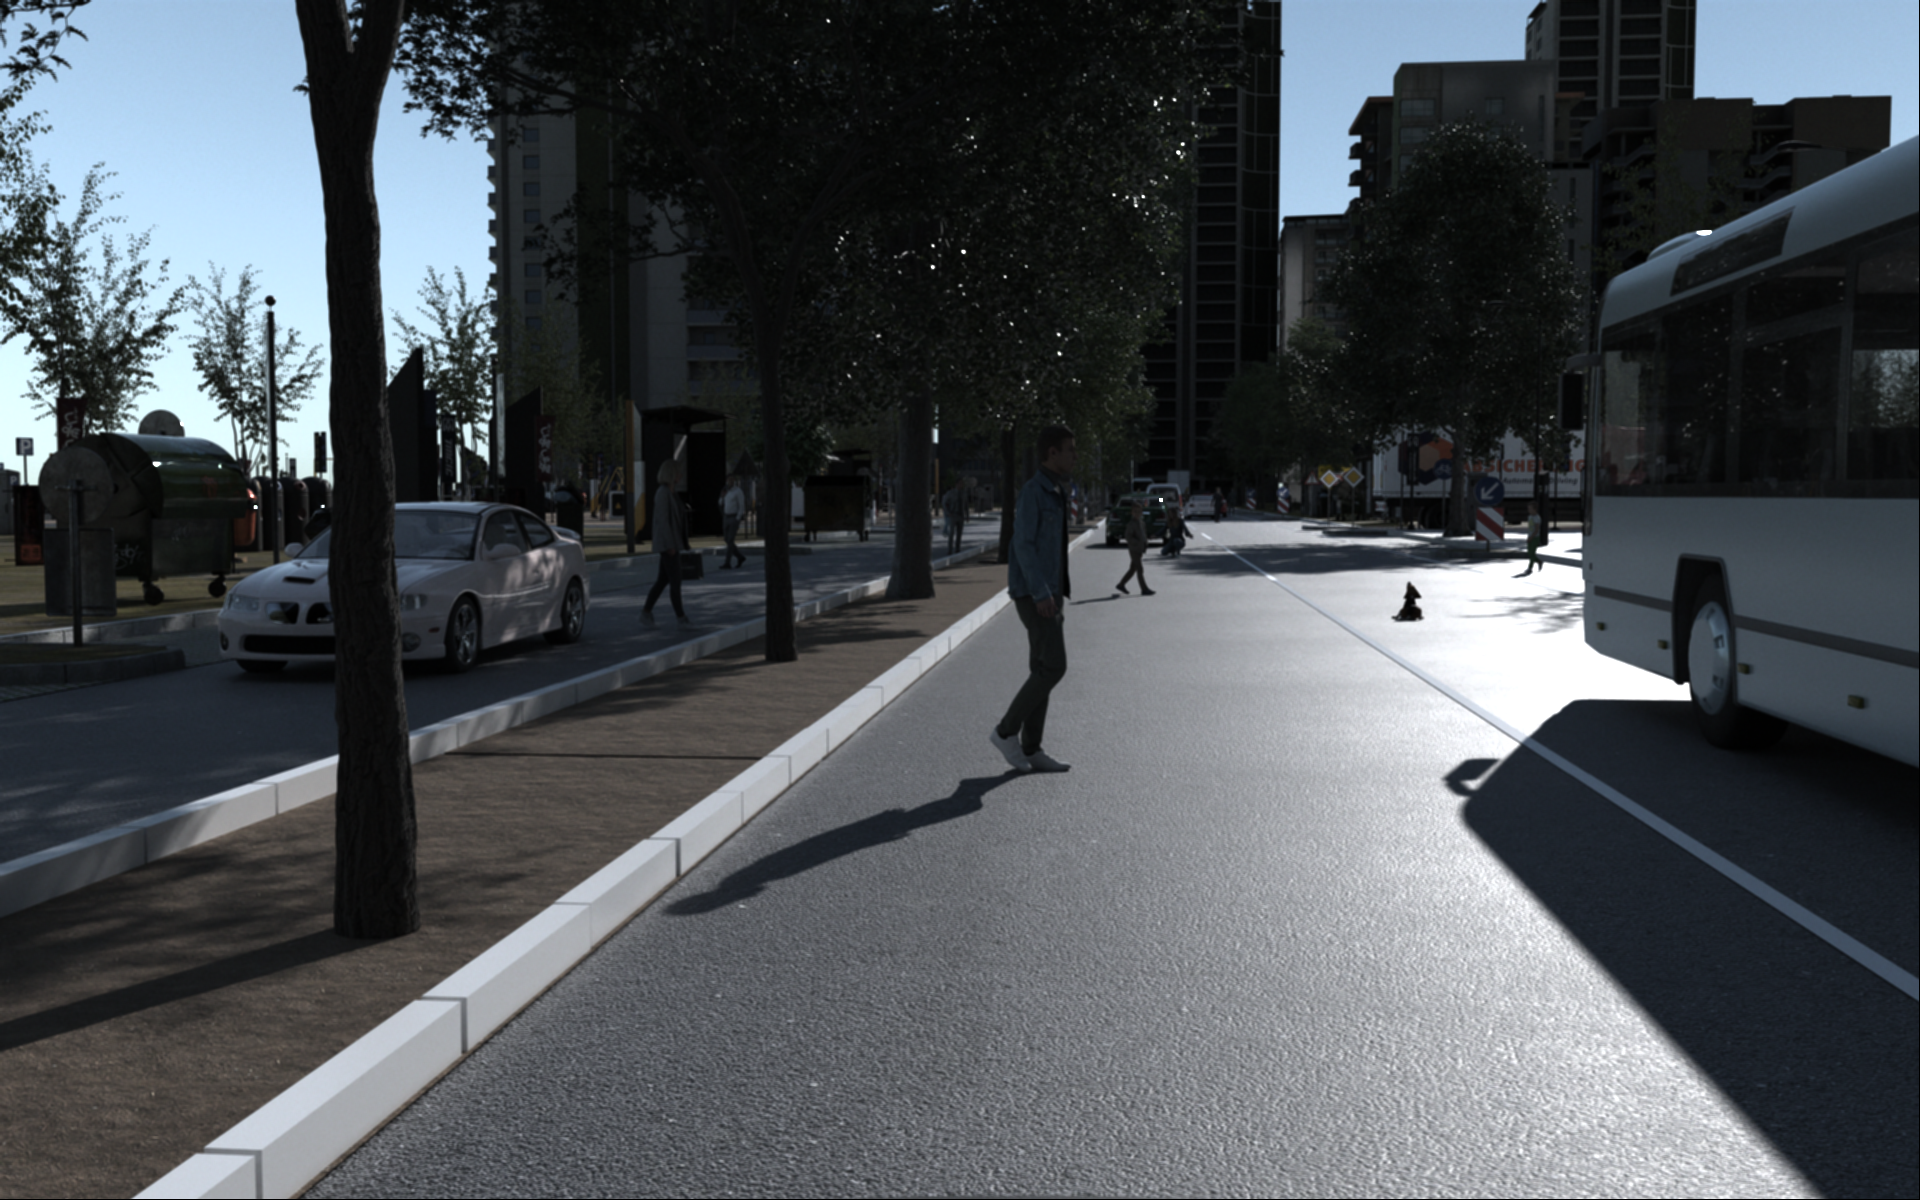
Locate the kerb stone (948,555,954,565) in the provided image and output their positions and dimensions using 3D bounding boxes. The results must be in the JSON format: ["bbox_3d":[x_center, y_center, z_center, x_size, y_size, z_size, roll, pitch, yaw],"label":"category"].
[{"bbox_3d":[-0.289,-0.765,34.705,0.120,0.150,1.000,0,4,6],"label":"kerb stone"}]

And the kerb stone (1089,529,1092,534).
[{"bbox_3d":[4.342,-2.246,58.910,0.120,0.150,1.000,0,4,6],"label":"kerb stone"}]

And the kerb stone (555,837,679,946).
[{"bbox_3d":[-1.165,0.994,5.936,0.120,0.150,1.000,0,4,6],"label":"kerb stone"}]

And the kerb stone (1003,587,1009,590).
[{"bbox_3d":[0.638,-0.063,23.252,0.120,0.150,1.000,0,4,6],"label":"kerb stone"}]

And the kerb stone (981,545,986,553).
[{"bbox_3d":[0.454,-1.201,41.826,0.120,0.150,1.000,0,4,6],"label":"kerb stone"}]

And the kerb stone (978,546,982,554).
[{"bbox_3d":[0.354,-1.138,40.807,0.120,0.150,1.000,0,4,6],"label":"kerb stone"}]

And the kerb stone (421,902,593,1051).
[{"bbox_3d":[-1.265,1.057,4.919,0.120,0.150,1.000,0,4,6],"label":"kerb stone"}]

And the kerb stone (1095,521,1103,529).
[{"bbox_3d":[6.094,-3.281,75.837,0.120,0.150,1.000,0,4,6],"label":"kerb stone"}]

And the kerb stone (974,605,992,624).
[{"bbox_3d":[0.220,0.187,19.181,0.120,0.150,1.000,0,4,6],"label":"kerb stone"}]

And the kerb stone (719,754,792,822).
[{"bbox_3d":[-0.946,0.871,7.977,0.120,0.150,1.000,0,4,6],"label":"kerb stone"}]

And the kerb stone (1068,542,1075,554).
[{"bbox_3d":[2.755,-1.305,43.626,0.120,0.150,1.000,0,4,6],"label":"kerb stone"}]

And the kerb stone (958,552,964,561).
[{"bbox_3d":[-0.069,-0.889,36.737,0.120,0.150,1.000,0,4,6],"label":"kerb stone"}]

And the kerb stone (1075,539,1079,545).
[{"bbox_3d":[3.074,-1.498,46.681,0.120,0.150,1.000,0,4,6],"label":"kerb stone"}]

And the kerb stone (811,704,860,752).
[{"bbox_3d":[-0.731,0.749,10.010,0.120,0.150,1.000,0,4,6],"label":"kerb stone"}]

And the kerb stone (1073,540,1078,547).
[{"bbox_3d":[2.966,-1.435,45.664,0.120,0.150,1.000,0,4,6],"label":"kerb stone"}]

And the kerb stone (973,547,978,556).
[{"bbox_3d":[0.244,-1.076,39.787,0.120,0.150,1.000,0,4,6],"label":"kerb stone"}]

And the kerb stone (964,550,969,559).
[{"bbox_3d":[0.034,-0.952,37.754,0.120,0.150,1.000,0,4,6],"label":"kerb stone"}]

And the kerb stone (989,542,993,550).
[{"bbox_3d":[0.668,-1.325,43.860,0.120,0.150,1.000,0,4,6],"label":"kerb stone"}]

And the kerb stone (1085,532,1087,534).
[{"bbox_3d":[3.806,-1.934,53.819,0.120,0.150,1.000,0,4,6],"label":"kerb stone"}]

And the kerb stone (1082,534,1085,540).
[{"bbox_3d":[3.599,-1.810,51.786,0.120,0.150,1.000,0,4,6],"label":"kerb stone"}]

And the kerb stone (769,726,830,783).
[{"bbox_3d":[-0.839,0.807,8.993,0.120,0.150,1.000,0,4,6],"label":"kerb stone"}]

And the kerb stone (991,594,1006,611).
[{"bbox_3d":[0.430,0.067,21.219,0.120,0.150,1.000,0,4,6],"label":"kerb stone"}]

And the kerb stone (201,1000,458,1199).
[{"bbox_3d":[-1.374,1.120,3.896,0.120,0.150,1.000,0,4,6],"label":"kerb stone"}]

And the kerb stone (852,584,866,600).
[{"bbox_3d":[-1.446,-0.079,23.487,0.120,0.150,1.000,0,4,6],"label":"kerb stone"}]

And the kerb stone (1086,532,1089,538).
[{"bbox_3d":[3.922,-1.995,54.835,0.120,0.150,1.000,0,4,6],"label":"kerb stone"}]

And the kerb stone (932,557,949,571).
[{"bbox_3d":[-0.386,-0.703,33.688,0.120,0.150,1.000,0,4,6],"label":"kerb stone"}]

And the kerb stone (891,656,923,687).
[{"bbox_3d":[-0.421,0.562,13.060,0.120,0.150,1.000,0,4,6],"label":"kerb stone"}]

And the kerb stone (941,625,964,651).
[{"bbox_3d":[-0.097,0.373,16.125,0.120,0.150,1.000,0,4,6],"label":"kerb stone"}]

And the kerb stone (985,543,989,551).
[{"bbox_3d":[0.560,-1.263,42.843,0.120,0.150,1.000,0,4,6],"label":"kerb stone"}]

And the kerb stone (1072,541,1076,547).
[{"bbox_3d":[2.853,-1.370,44.643,0.120,0.150,1.000,0,4,6],"label":"kerb stone"}]

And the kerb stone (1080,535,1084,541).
[{"bbox_3d":[3.494,-1.742,50.765,0.120,0.150,1.000,0,4,6],"label":"kerb stone"}]

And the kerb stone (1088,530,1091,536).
[{"bbox_3d":[4.130,-2.121,56.877,0.120,0.150,1.000,0,4,6],"label":"kerb stone"}]

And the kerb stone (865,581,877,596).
[{"bbox_3d":[-1.339,-0.138,24.508,0.120,0.150,1.000,0,4,6],"label":"kerb stone"}]

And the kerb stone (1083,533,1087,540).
[{"bbox_3d":[3.710,-1.872,52.802,0.120,0.150,1.000,0,4,6],"label":"kerb stone"}]

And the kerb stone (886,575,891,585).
[{"bbox_3d":[-1.127,-0.267,26.554,0.120,0.150,1.000,0,4,6],"label":"kerb stone"}]

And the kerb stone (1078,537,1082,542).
[{"bbox_3d":[3.283,-1.618,48.721,0.120,0.150,1.000,0,4,6],"label":"kerb stone"}]

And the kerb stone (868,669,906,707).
[{"bbox_3d":[-0.523,0.621,12.043,0.120,0.150,1.000,0,4,6],"label":"kerb stone"}]

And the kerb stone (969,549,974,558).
[{"bbox_3d":[0.147,-1.011,38.770,0.120,0.150,1.000,0,4,6],"label":"kerb stone"}]

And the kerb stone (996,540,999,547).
[{"bbox_3d":[0.874,-1.447,45.893,0.120,0.150,1.000,0,4,6],"label":"kerb stone"}]

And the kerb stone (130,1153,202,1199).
[{"bbox_3d":[-1.481,1.185,2.879,0.120,0.150,1.000,0,4,6],"label":"kerb stone"}]

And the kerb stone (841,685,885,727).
[{"bbox_3d":[-0.630,0.688,11.027,0.120,0.150,1.000,0,4,6],"label":"kerb stone"}]

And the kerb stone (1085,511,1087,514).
[{"bbox_3d":[9.831,-6.727,132.173,0.120,0.150,1.000,0,4,6],"label":"kerb stone"}]

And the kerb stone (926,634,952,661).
[{"bbox_3d":[-0.209,0.433,15.109,0.120,0.150,1.000,0,4,6],"label":"kerb stone"}]

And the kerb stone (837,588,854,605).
[{"bbox_3d":[-1.555,-0.016,22.465,0.120,0.150,1.000,0,4,6],"label":"kerb stone"}]

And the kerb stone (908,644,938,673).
[{"bbox_3d":[-0.316,0.496,14.092,0.120,0.150,1.000,0,4,6],"label":"kerb stone"}]

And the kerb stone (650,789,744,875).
[{"bbox_3d":[-1.050,0.932,6.961,0.120,0.150,1.000,0,4,6],"label":"kerb stone"}]

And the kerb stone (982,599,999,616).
[{"bbox_3d":[0.322,0.125,20.198,0.120,0.150,1.000,0,4,6],"label":"kerb stone"}]

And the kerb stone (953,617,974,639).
[{"bbox_3d":[0.005,0.309,17.144,0.120,0.150,1.000,0,4,6],"label":"kerb stone"}]

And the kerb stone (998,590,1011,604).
[{"bbox_3d":[0.531,0.001,22.236,0.120,0.150,1.000,0,4,6],"label":"kerb stone"}]

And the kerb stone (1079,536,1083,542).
[{"bbox_3d":[3.388,-1.685,49.740,0.120,0.150,1.000,0,4,6],"label":"kerb stone"}]

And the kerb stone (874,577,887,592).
[{"bbox_3d":[-1.238,-0.204,25.524,0.120,0.150,1.000,0,4,6],"label":"kerb stone"}]

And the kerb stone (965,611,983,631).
[{"bbox_3d":[0.113,0.247,18.164,0.120,0.150,1.000,0,4,6],"label":"kerb stone"}]

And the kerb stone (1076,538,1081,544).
[{"bbox_3d":[3.177,-1.558,47.701,0.120,0.150,1.000,0,4,6],"label":"kerb stone"}]

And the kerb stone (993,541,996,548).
[{"bbox_3d":[0.766,-1.387,44.877,0.120,0.150,1.000,0,4,6],"label":"kerb stone"}]

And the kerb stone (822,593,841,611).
[{"bbox_3d":[-1.656,0.046,21.448,0.120,0.150,1.000,0,4,6],"label":"kerb stone"}]

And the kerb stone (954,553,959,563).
[{"bbox_3d":[-0.178,-0.825,35.721,0.120,0.150,1.000,0,4,6],"label":"kerb stone"}]
